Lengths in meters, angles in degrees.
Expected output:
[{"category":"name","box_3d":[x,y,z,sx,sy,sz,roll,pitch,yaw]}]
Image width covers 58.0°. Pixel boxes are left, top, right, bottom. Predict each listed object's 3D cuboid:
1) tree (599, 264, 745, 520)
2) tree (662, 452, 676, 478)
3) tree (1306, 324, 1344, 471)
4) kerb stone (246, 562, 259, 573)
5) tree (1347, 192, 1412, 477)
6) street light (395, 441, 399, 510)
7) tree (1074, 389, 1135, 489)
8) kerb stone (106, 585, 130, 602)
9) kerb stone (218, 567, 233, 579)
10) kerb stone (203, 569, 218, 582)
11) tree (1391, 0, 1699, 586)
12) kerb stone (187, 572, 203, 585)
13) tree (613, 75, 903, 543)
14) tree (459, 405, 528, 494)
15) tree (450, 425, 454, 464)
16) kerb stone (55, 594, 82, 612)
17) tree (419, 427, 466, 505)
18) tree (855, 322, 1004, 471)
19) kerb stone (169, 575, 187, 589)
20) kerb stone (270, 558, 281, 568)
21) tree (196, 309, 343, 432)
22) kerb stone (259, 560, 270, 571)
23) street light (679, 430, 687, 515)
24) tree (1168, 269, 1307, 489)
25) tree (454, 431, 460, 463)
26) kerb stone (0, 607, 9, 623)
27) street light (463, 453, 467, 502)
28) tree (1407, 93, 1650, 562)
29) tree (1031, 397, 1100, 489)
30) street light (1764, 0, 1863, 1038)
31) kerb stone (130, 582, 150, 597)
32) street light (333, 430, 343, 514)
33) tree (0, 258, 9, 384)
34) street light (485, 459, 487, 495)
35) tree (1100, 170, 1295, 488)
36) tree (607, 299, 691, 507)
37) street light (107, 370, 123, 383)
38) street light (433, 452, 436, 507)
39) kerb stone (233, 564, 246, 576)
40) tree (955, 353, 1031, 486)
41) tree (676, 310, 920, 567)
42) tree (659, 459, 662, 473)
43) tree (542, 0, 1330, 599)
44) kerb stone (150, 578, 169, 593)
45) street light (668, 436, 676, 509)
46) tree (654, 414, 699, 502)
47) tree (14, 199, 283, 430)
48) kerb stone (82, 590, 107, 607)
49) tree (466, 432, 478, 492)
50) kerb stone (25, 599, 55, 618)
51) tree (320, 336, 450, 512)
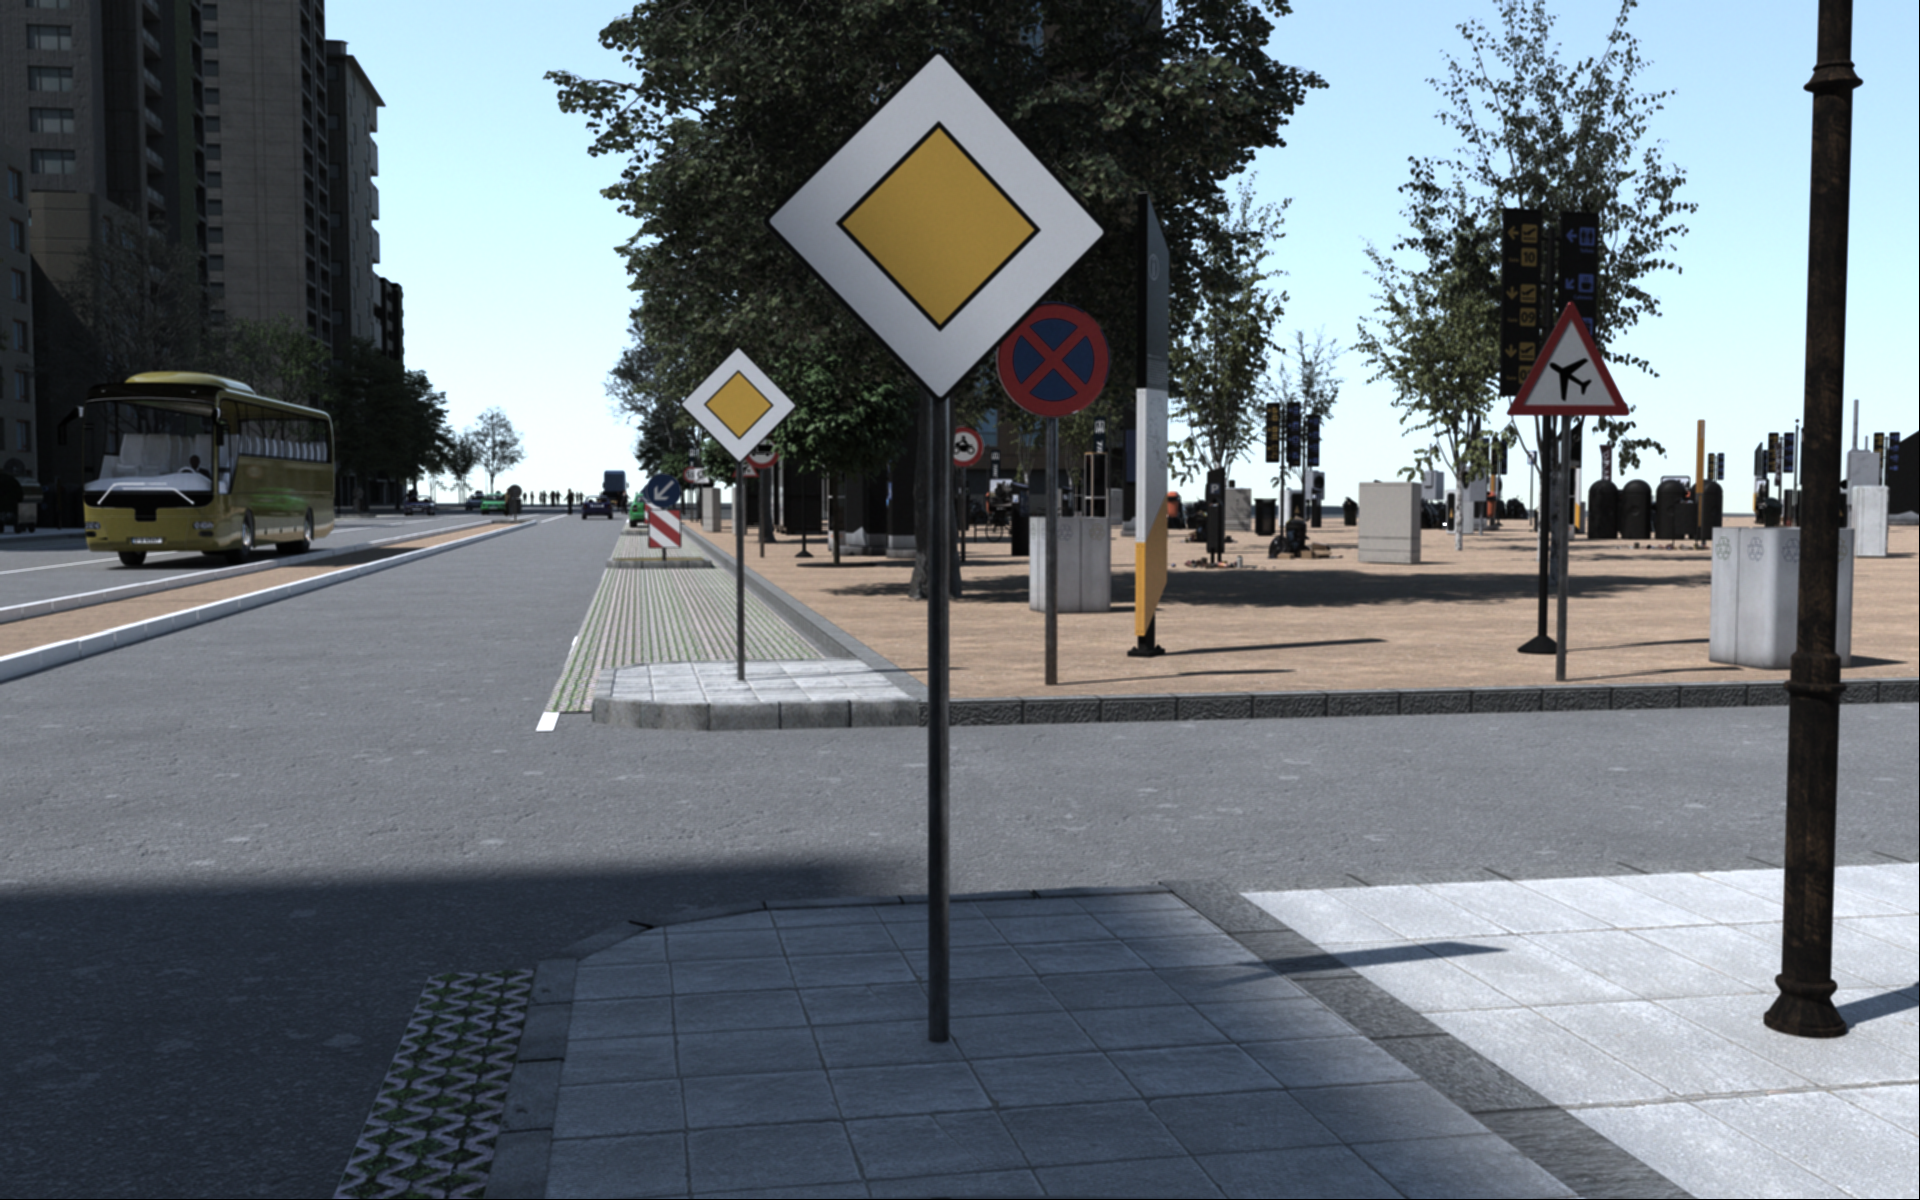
[{"category":"tree","box_3d":[-12.978,-10.807,87.058,12.009,13.543,11.850,0,3,0]},{"category":"tree","box_3d":[-8.326,-4.976,65.074,4.285,4.588,4.351,0,3,0]},{"category":"tree","box_3d":[14.706,-7.610,74.785,4.360,8.622,3.978,0,3,0]},{"category":"kerb stone","box_3d":[-12.920,-0.560,31.359,0.120,0.150,1.000,-1,4,-10]},{"category":"tree","box_3d":[11.130,-5.423,39.033,4.737,8.622,4.395,0,3,0]},{"category":"street light","box_3d":[-45.407,-10.218,139.859,0.468,5.910,1.993,-1,4,-10]},{"category":"tree","box_3d":[6.871,-8.281,85.753,4.360,8.622,3.978,0,3,0]},{"category":"kerb stone","box_3d":[-11.418,-0.068,23.304,0.120,0.150,1.000,-1,4,-10]},{"category":"kerb stone","box_3d":[-12.546,-0.437,29.343,0.120,0.150,1.000,-1,4,-10]},{"category":"kerb stone","box_3d":[-12.368,-0.376,28.337,0.120,0.150,1.000,-1,4,-10]},{"category":"tree","box_3d":[8.183,-4.491,23.798,4.360,8.622,3.978,0,3,0]},{"category":"kerb stone","box_3d":[-12.170,-0.314,27.326,0.120,0.150,1.000,-1,4,-10]},{"category":"tree","box_3d":[-5.108,-7.756,44.936,7.486,12.596,7.792,0,3,0]},{"category":"tree","box_3d":[-63.708,-19.896,235.662,12.009,13.543,11.850,0,3,0]},{"category":"tree","box_3d":[-47.728,-13.941,146.064,7.486,12.596,7.792,0,3,0]},{"category":"kerb stone","box_3d":[-11.048,0.056,21.294,0.120,0.150,1.000,-1,4,-10]},{"category":"tree","box_3d":[-51.754,-13.418,169.745,4.737,8.622,4.395,0,3,0]},{"category":"tree","box_3d":[-0.777,-6.426,55.430,4.360,8.622,3.978,0,3,0]},{"category":"kerb stone","box_3d":[-11.982,-0.252,26.322,0.120,0.150,1.000,-1,4,-10]},{"category":"kerb stone","box_3d":[-13.302,-0.684,33.387,0.120,0.150,1.000,-1,4,-10]},{"category":"tree","box_3d":[-39.102,-10.585,98.818,9.928,11.665,9.643,0,3,0]},{"category":"kerb stone","box_3d":[-13.105,-0.621,32.370,0.120,0.150,1.000,-1,4,-10]},{"category":"street light","box_3d":[-16.892,-8.137,105.827,0.468,5.910,1.993,-1,4,-10]},{"category":"tree","box_3d":[8.567,-6.539,57.277,4.360,8.622,3.978,0,3,0]},{"category":"tree","box_3d":[-49.313,-14.597,156.790,7.486,12.596,7.792,0,3,0]},{"category":"kerb stone","box_3d":[-10.680,0.178,19.278,0.120,0.150,1.000,-1,4,-10]},{"category":"street light","box_3d":[-55.191,-13.474,193.090,0.468,5.910,1.993,-1,4,-10]},{"category":"tree","box_3d":[10.967,-5.033,32.650,4.737,8.622,4.395,0,3,0]},{"category":"tree","box_3d":[5.304,-7.876,79.132,4.737,8.622,4.395,0,3,0]},{"category":"street light","box_3d":[2.033,-1.908,3.989,0.468,5.910,1.993,-1,4,-10]},{"category":"kerb stone","box_3d":[-11.613,-0.129,24.309,0.120,0.150,1.000,-1,4,-10]},{"category":"street light","box_3d":[-40.288,-8.525,112.177,0.468,5.910,1.993,-1,4,-10]},{"category":"tree","box_3d":[-29.104,-6.049,49.272,4.737,8.622,4.395,0,3,0]},{"category":"street light","box_3d":[-60.354,-15.165,220.737,0.468,5.910,1.993,-1,4,-10]},{"category":"tree","box_3d":[5.849,-5.480,39.952,4.737,8.622,4.395,0,3,0]},{"category":"tree","box_3d":[-30.052,-19.271,170.971,12.611,20.169,13.585,0,3,0]},{"category":"street light","box_3d":[-31.333,-5.603,64.399,0.468,5.910,1.993,-1,4,-10]},{"category":"street light","box_3d":[-50.207,-11.785,165.471,0.468,5.910,1.993,-1,4,-10]},{"category":"kerb stone","box_3d":[-12.735,-0.499,30.354,0.120,0.150,1.000,-1,4,-10]},{"category":"tree","box_3d":[-0.077,-7.850,78.704,4.737,8.622,4.395,0,3,0]},{"category":"tree","box_3d":[-2.138,-2.885,30.878,4.285,4.588,4.351,0,3,0]},{"category":"tree","box_3d":[-18.939,-8.222,118.145,4.285,4.588,4.351,0,3,0]},{"category":"tree","box_3d":[-0.193,-7.005,21.180,9.857,13.997,8.962,0,3,0]},{"category":"kerb stone","box_3d":[-11.800,-0.185,25.315,0.120,0.150,1.000,-1,4,-10]},{"category":"street light","box_3d":[-22.025,-9.825,133.419,0.468,5.910,1.993,-1,4,-10]},{"category":"tree","box_3d":[-24.215,-12.178,149.479,4.737,8.622,4.395,0,3,0]},{"category":"tree","box_3d":[-34.214,-9.954,73.121,12.009,13.543,11.850,0,3,0]},{"category":"kerb stone","box_3d":[-11.234,-0.004,22.299,0.120,0.150,1.000,-1,4,-10]},{"category":"tree","box_3d":[-58.537,-15.465,203.210,4.737,8.622,4.395,0,3,0]},{"category":"kerb stone","box_3d":[-10.867,0.119,20.284,0.120,0.150,1.000,-1,4,-10]},{"category":"tree","box_3d":[-42.502,-12.621,124.472,7.486,12.596,7.792,0,3,0]}]
